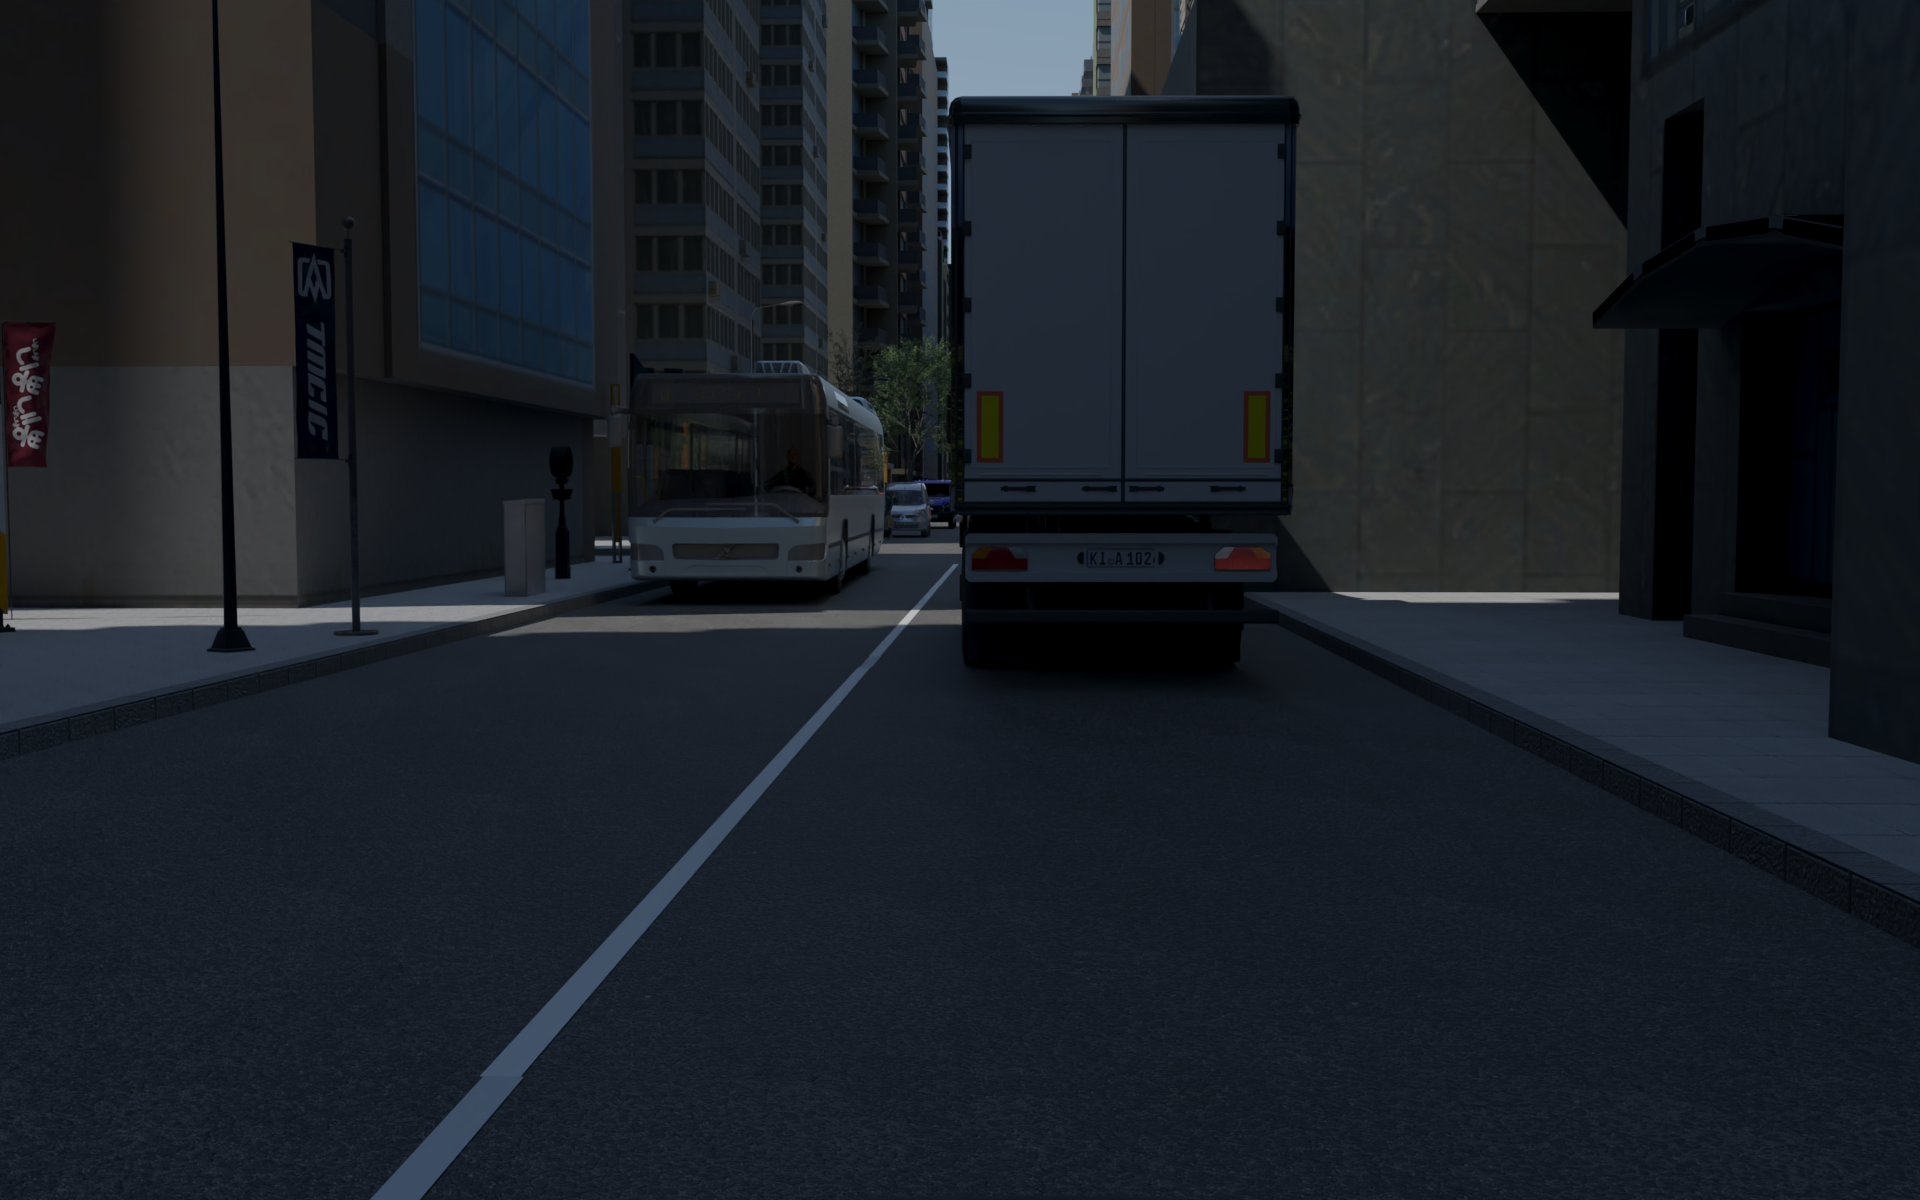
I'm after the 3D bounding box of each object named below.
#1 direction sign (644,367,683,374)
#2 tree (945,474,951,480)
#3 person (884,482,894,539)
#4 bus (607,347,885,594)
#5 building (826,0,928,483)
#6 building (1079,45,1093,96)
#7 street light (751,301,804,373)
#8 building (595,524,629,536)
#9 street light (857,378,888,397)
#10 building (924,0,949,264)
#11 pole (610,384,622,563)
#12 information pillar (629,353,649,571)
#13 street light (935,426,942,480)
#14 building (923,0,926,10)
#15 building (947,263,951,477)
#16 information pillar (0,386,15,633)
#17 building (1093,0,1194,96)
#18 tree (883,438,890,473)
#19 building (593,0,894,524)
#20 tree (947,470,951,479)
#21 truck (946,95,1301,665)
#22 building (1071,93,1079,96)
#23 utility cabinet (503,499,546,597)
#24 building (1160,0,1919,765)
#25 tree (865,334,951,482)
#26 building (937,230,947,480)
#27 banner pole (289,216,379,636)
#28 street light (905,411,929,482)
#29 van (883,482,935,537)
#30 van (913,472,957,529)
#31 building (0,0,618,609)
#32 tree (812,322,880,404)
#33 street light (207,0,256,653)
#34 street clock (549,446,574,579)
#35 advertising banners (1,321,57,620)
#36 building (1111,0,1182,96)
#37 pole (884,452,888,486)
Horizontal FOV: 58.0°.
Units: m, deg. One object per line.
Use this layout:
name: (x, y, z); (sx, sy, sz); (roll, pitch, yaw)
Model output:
direction sign: (-5.400, -2.396, 31.169); (0.876, 3.537, 0.379); (-2, 4, -26)
tree: (-0.883, -10.446, 165.399); (1.663, 3.219, 1.824); (0, 3, 0)
person: (-2.362, -2.848, 55.047); (0.794, 1.824, 0.713); (2, 4, 35)
bus: (-2.882, -2.006, 27.659); (2.948, 3.499, 13.247); (0, 4, 1)
building: (-13.925, -29.177, 131.675); (22.147, 44.769, 28.867); (0, 4, 2)
building: (23.265, -33.972, 175.055); (23.786, 49.044, 30.456); (0, 4, 2)
street light: (-4.463, -4.240, 41.859); (1.470, 5.913, 1.316); (0, 4, 2)
building: (-19.733, -22.329, 56.963); (32.217, 40.220, 23.993); (0, 4, 2)
street light: (-3.569, -5.929, 69.480); (1.470, 5.913, 1.316); (0, 4, 2)
building: (-11.136, -56.145, 230.644); (22.319, 86.520, 31.000); (0, 4, 2)
pole: (-6.369, -2.339, 32.089); (0.158, 3.312, 0.155); (0, 3, 0)
information pillar: (-5.328, -2.303, 29.004); (0.183, 3.616, 0.504); (2, 4, 32)
street light: (-1.948, -8.954, 118.945); (1.470, 5.913, 1.316); (0, 4, 2)
building: (-9.819, -30.759, 153.025); (14.600, 45.320, 14.200); (0, 4, 2)
building: (-7.671, -26.746, 208.993); (14.160, 30.474, 14.107); (0, 4, 2)
information pillar: (-8.997, -1.497, 15.838); (0.183, 3.616, 0.504); (2, 4, 30)
building: (16.444, -26.930, 123.893); (14.154, 41.232, 14.086); (0, 4, 2)
tree: (-4.872, -5.855, 79.443); (4.285, 4.588, 4.351); (0, 3, 0)
building: (-20.098, -24.581, 93.773); (32.217, 40.220, 23.993); (0, 4, 2)
tree: (0.027, -12.773, 192.544); (4.285, 4.588, 4.351); (0, 3, 0)
truck: (1.199, -1.768, 17.826); (2.839, 4.237, 11.283); (0, 4, 0)
building: (24.542, -43.972, 260.939); (21.231, 58.520, 28.212); (0, 4, 2)
utility cabinet: (-5.551, -0.668, 22.081); (0.306, 1.237, 1.020); (0, 4, 0)
building: (14.019, -42.935, 14.664); (22.319, 86.520, 31.000); (0, 4, 2)
tree: (-3.180, -11.431, 112.644); (9.928, 11.665, 9.643); (0, 3, 0)
building: (-9.023, -25.127, 182.526); (14.160, 30.474, 14.107); (0, 4, 2)
banner pole: (-5.625, -1.559, 15.514); (0.401, 3.779, 0.863); (2, 4, 28)
street light: (-2.514, -7.629, 97.274); (1.470, 5.913, 1.316); (0, 4, 2)
van: (-1.852, -3.161, 58.688); (2.013, 2.044, 4.112); (0, 4, 1)
van: (-1.121, -4.217, 73.324); (2.240, 2.365, 5.245); (0, 4, 2)
building: (-13.871, -22.949, 25.320); (14.200, 45.320, 14.600); (0, 4, 2)
tree: (-5.169, -7.583, 74.350); (4.360, 8.622, 3.978); (0, 3, 0)
street light: (-5.422, -2.534, 13.968); (1.470, 5.913, 1.316); (0, 4, 2)
street clock: (-6.011, -1.321, 26.161); (0.358, 2.002, 0.471); (0, 4, 5)
advertising banners: (-10.183, -1.304, 17.513); (2.074, 3.025, 0.090); (0, 4, -6)
building: (13.397, -25.675, 69.900); (14.600, 45.320, 14.200); (0, 4, 2)
pole: (-3.607, -5.521, 84.114); (0.158, 3.312, 0.155); (0, 3, 0)
